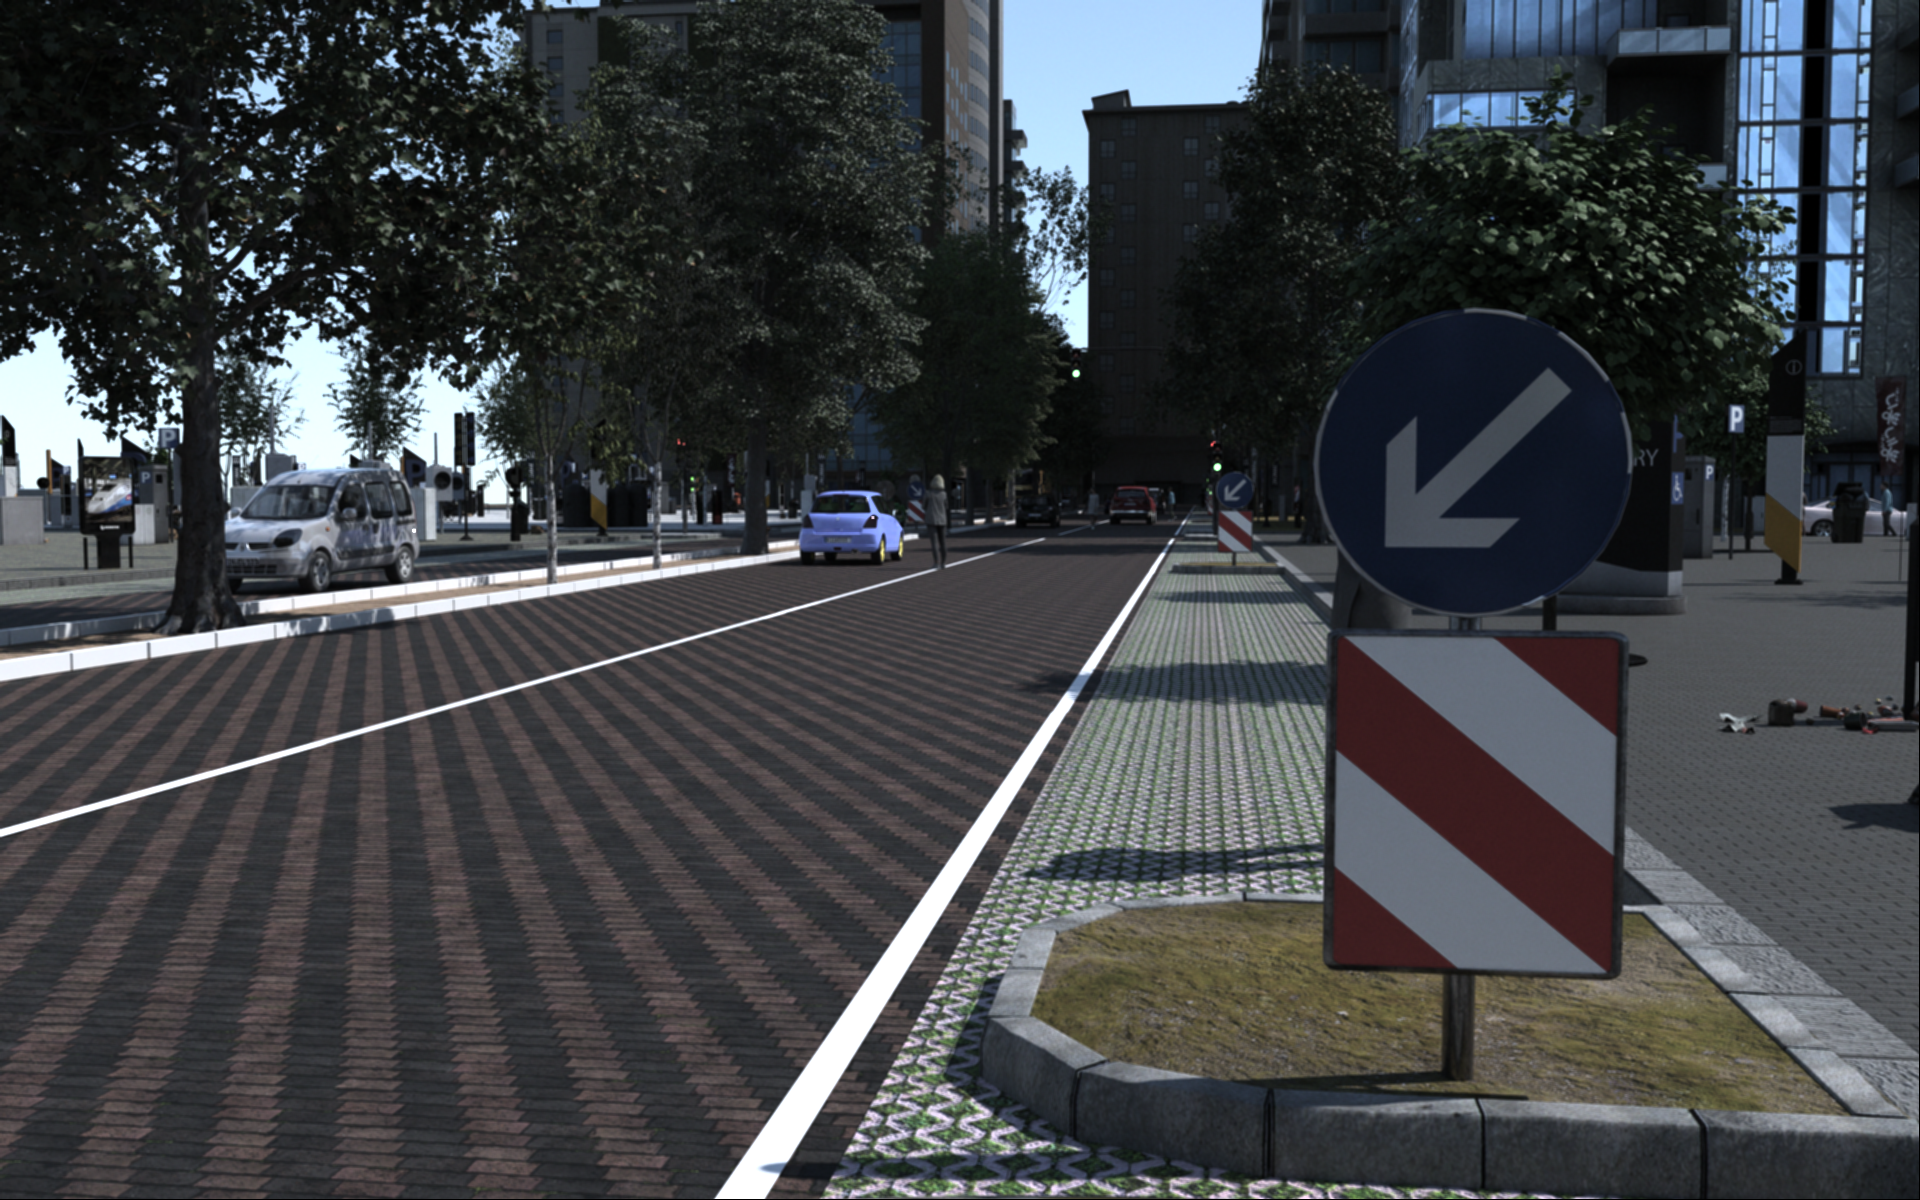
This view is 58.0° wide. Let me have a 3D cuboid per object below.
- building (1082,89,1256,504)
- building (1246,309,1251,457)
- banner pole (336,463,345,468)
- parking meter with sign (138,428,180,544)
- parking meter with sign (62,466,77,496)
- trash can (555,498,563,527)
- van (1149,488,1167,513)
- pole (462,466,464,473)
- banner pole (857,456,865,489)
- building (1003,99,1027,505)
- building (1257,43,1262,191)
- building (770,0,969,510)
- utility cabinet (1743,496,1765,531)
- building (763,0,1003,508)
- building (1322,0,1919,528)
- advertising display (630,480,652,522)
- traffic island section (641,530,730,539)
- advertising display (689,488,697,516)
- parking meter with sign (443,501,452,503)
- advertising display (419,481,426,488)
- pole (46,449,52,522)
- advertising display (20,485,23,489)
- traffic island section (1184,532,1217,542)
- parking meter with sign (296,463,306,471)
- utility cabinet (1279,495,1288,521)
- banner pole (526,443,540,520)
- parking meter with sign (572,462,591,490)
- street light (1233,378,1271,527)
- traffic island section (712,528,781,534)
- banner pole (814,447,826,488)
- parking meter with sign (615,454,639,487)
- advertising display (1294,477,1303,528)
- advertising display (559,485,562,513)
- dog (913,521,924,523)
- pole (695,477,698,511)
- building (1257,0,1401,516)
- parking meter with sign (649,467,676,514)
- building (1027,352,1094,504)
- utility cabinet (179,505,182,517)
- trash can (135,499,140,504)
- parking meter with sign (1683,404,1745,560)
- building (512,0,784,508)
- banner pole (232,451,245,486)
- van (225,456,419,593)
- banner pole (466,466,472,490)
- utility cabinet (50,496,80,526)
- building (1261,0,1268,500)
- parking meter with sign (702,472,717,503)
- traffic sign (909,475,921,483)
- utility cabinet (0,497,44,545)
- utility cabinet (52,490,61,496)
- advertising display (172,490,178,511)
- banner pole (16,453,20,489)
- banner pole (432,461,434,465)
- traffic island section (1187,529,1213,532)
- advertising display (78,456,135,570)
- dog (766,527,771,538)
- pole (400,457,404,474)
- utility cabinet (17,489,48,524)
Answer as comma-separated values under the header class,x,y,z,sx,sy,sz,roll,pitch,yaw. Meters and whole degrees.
class,x,y,z,sx,sy,sz,roll,pitch,yaw
building,31.057,-39.386,233.198,27.495,52.752,28.713,0,4,8
building,40.202,-26.223,200.440,14.160,30.474,14.107,0,4,8
banner pole,-50.238,-9.214,140.659,0.863,3.779,0.401,-1,4,-22
parking meter with sign,-20.876,-2.967,44.769,0.543,3.016,1.738,0,4,7
parking meter with sign,-55.014,-6.831,107.944,0.543,3.016,1.738,1,4,15
trash can,-15.664,-3.419,67.557,0.748,1.137,0.748,0,3,0
van,14.623,-7.556,130.557,2.013,2.044,4.112,0,4,6
pole,-32.337,-7.277,112.822,0.158,3.312,0.155,0,3,0
banner pole,-6.570,-7.615,114.521,0.863,3.779,0.401,-3,5,-43
building,-7.835,-35.610,201.832,30.456,49.044,23.786,0,4,8
building,39.092,-31.133,163.647,22.147,44.769,28.867,0,4,8
building,-7.073,-30.349,146.310,14.600,45.320,14.200,0,4,8
utility cabinet,27.459,-2.973,59.771,1.020,1.237,0.306,-3,4,-36
building,-7.855,-38.250,167.389,21.231,58.520,28.212,0,4,8
building,30.433,-46.294,69.581,31.000,86.520,22.319,0,4,8
advertising display,-14.698,-4.558,79.735,0.974,1.923,0.123,0,4,-8
traffic island section,-8.884,-2.054,55.870,2.009,0.180,2.903,0,4,8
advertising display,-15.935,-5.999,103.304,0.123,1.923,0.974,-2,4,-29
parking meter with sign,-35.553,-7.453,118.122,1.738,3.016,0.543,-1,4,-22
advertising display,-26.566,-4.978,86.611,0.974,1.923,0.123,0,4,2
pole,-41.640,-5.221,79.207,0.158,3.312,0.155,0,3,0
advertising display,-68.756,-7.420,126.528,0.123,1.923,0.974,0,4,5
traffic island section,7.943,-1.911,53.518,2.009,0.180,2.903,0,4,8
parking meter with sign,-37.485,-6.185,97.386,1.738,3.016,0.543,3,4,37
utility cabinet,15.431,-4.366,82.544,0.306,1.237,1.020,1,4,19
banner pole,-20.768,-5.779,84.508,0.863,3.779,0.401,-2,4,-29
parking meter with sign,-20.577,-6.108,96.125,1.738,3.016,0.543,-2,4,-31
street light,11.438,-5.811,67.556,1.470,5.913,1.316,0,4,8
traffic island section,-7.777,-2.538,63.778,2.009,0.180,2.903,0,4,8
banner pole,-6.900,-5.794,84.746,0.863,3.779,0.401,2,4,28
parking meter with sign,-14.615,-4.787,74.526,0.543,3.016,1.738,2,4,33
advertising display,12.770,-3.682,65.419,0.123,1.923,0.974,0,4,-2
advertising display,-26.474,-6.806,116.484,0.974,1.923,0.123,0,4,-5
dog,-2.072,-4.072,86.771,0.550,0.427,0.748,0,4,1
pole,-20.249,-8.528,133.274,0.158,3.312,0.155,0,3,0
building,31.245,-30.182,113.080,23.786,49.044,30.456,0,4,8
parking meter with sign,-18.893,-6.973,110.262,0.543,3.016,1.738,3,5,44
building,3.128,-24.035,238.018,28.899,21.520,27.650,0,4,8
utility cabinet,-43.427,-5.282,97.524,1.020,1.237,0.306,-3,5,-41
trash can,-22.665,-2.200,47.630,0.748,1.137,0.748,0,3,0
parking meter with sign,14.639,-2.341,34.544,0.543,3.016,1.738,-2,4,-35
building,-37.418,-40.667,206.897,28.212,58.520,21.231,0,4,8
banner pole,-40.938,-6.632,98.448,0.863,3.779,0.401,-3,4,-36
van,-9.877,-1.192,26.495,2.013,2.044,4.112,1,4,9
banner pole,-39.802,-9.210,140.597,0.401,3.779,0.863,1,4,20
utility cabinet,-35.556,-3.527,68.831,1.020,1.237,0.306,-1,4,-18
building,31.722,-28.067,142.484,14.154,41.232,14.086,0,4,8
parking meter with sign,-19.645,-8.609,137.017,1.738,3.016,0.543,2,4,27
traffic sign,-2.941,-6.881,112.616,0.768,2.556,0.104,1,4,15
utility cabinet,-23.841,-2.005,43.947,0.306,1.237,1.020,3,5,40
utility cabinet,-45.009,-4.741,86.199,1.173,1.500,0.318,2,4,29
advertising display,-50.131,-6.446,110.608,0.123,1.923,0.974,0,4,-6
banner pole,-60.891,-7.443,111.714,0.863,3.779,0.401,2,4,23
banner pole,-39.162,-8.534,129.545,0.401,3.779,0.863,3,5,39
traffic island section,9.050,-2.394,61.426,2.009,0.180,2.903,0,4,8
advertising display,-14.619,-1.498,29.699,0.123,1.923,0.974,2,4,29
dog,-5.584,-1.797,48.664,0.540,0.507,0.406,-1,4,-9
pole,-30.311,-6.134,94.140,0.158,3.312,0.155,0,3,0
utility cabinet,-38.764,-3.890,72.273,1.173,1.500,0.318,-1,4,-22
